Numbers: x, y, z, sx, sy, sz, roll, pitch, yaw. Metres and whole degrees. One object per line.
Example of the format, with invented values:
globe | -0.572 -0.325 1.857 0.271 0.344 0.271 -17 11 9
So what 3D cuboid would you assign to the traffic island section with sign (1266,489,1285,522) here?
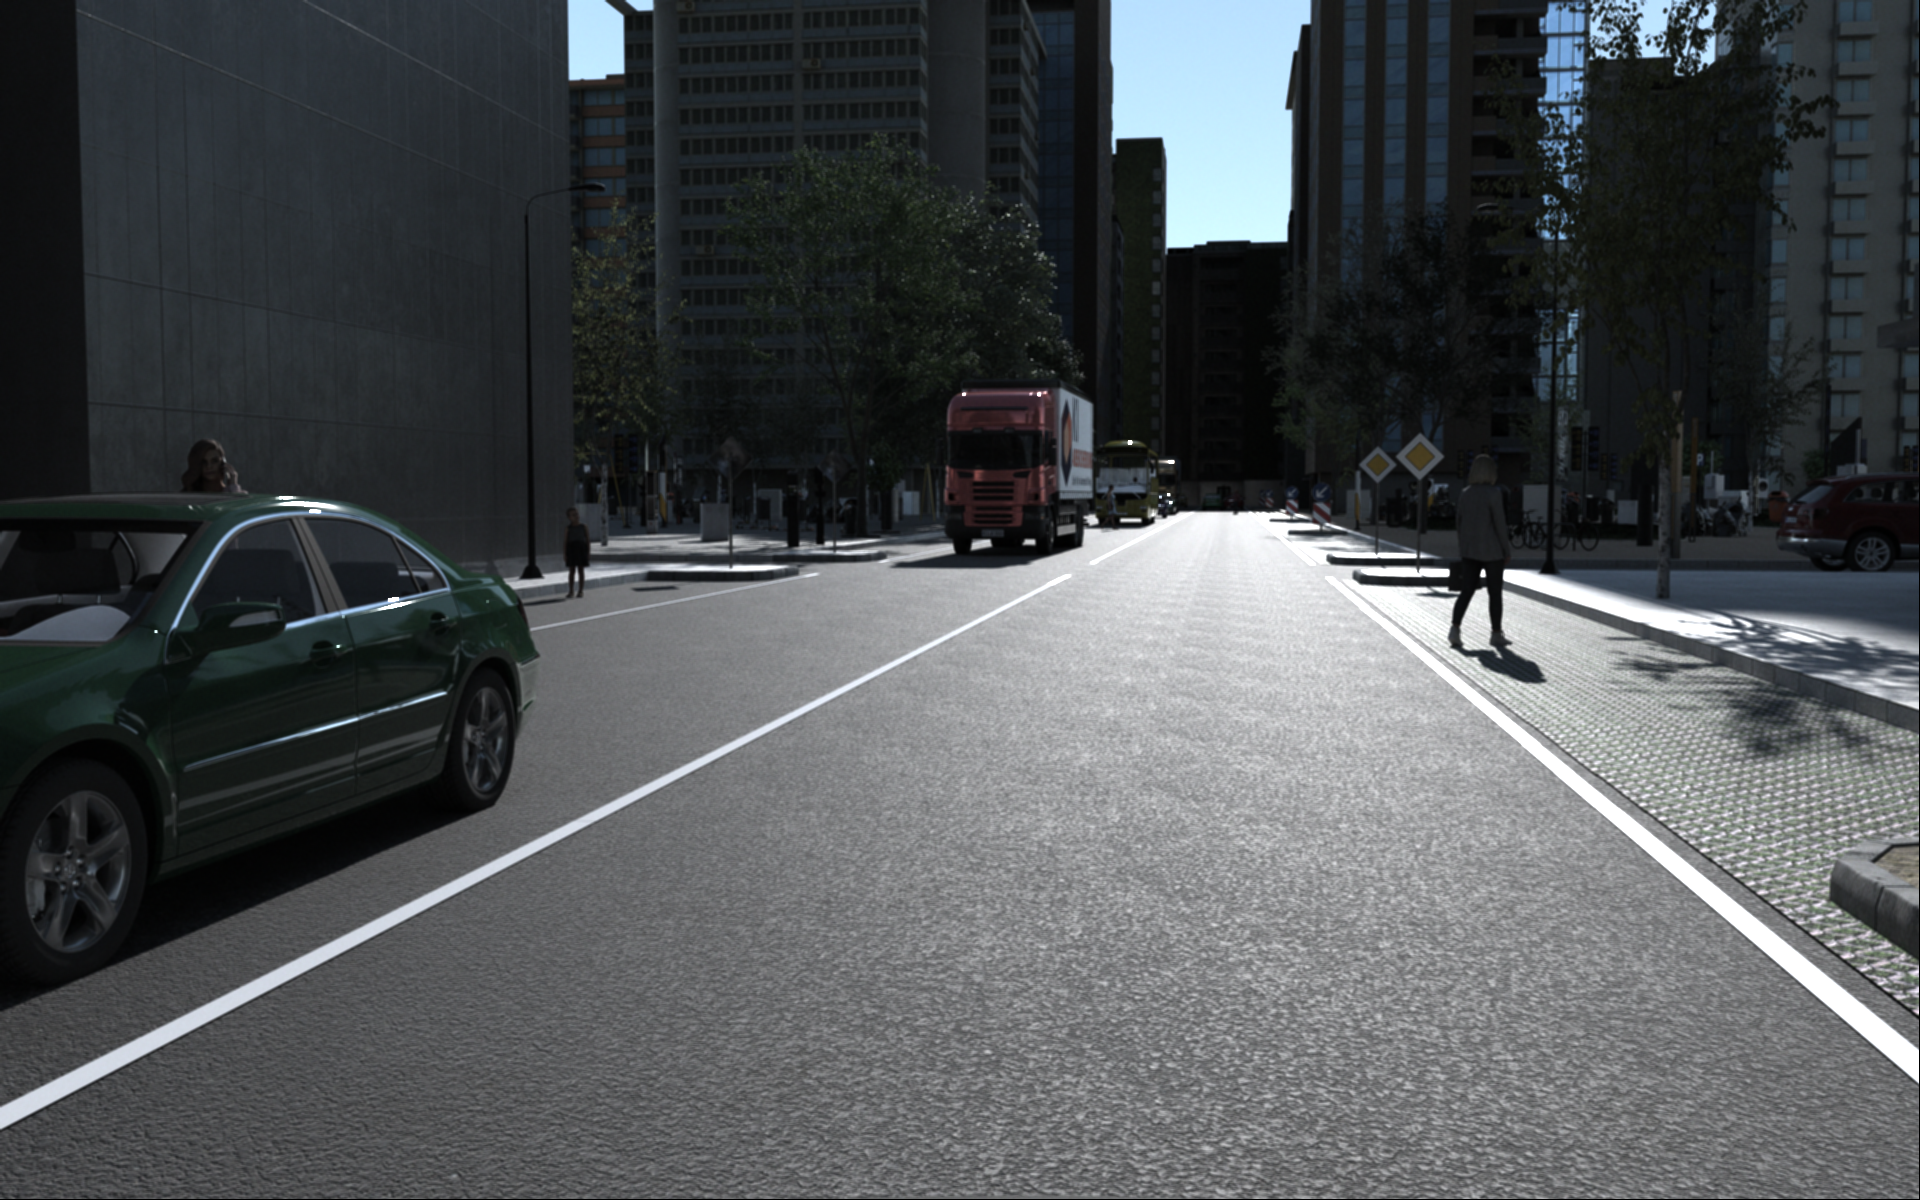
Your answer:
traffic island section with sign | 16.857 -4.897 88.686 1.989 1.847 2.006 1 4 9

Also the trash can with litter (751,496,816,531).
trash can with litter | -5.975 -3.023 60.481 2.233 1.210 1.678 0 4 2

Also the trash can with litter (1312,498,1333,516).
trash can with litter | 20.262 -5.226 96.831 1.055 1.170 0.624 0 4 -7

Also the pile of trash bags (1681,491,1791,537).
pile of trash bags | 23.283 -2.594 52.169 1.912 1.369 3.447 -3 4 -37

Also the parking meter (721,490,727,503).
parking meter | -13.386 -5.476 97.951 0.372 1.533 0.369 0 3 0

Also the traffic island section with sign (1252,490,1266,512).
traffic island section with sign | 24.299 -7.834 136.721 1.989 1.847 2.006 1 4 9

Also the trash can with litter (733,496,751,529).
trash can with litter | -7.590 -3.236 63.967 2.233 1.210 1.678 1 4 16

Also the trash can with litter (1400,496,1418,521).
trash can with litter | 18.670 -3.708 72.008 1.055 1.170 0.624 1 4 13

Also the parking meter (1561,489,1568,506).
parking meter | 27.566 -4.321 79.063 0.372 1.533 0.369 0 3 0

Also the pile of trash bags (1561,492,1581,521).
pile of trash bags | 26.326 -4.116 77.056 3.447 1.369 1.912 -2 4 -32

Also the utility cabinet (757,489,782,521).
utility cabinet | -9.015 -4.484 81.999 1.173 1.500 0.318 1 4 20

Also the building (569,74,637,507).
building | -32.364 -32.331 183.234 28.867 44.769 22.147 1 4 9

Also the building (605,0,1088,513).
building | -7.193 -26.562 126.173 32.217 40.220 23.993 1 4 9

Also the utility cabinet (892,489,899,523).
utility cabinet | -2.968 -4.171 76.876 0.318 1.500 1.173 0 4 7

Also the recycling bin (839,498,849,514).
recycling bin | -7.377 -6.071 111.819 0.722 1.027 0.722 1 4 10

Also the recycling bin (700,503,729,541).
recycling bin | -6.721 -2.131 47.402 0.722 1.027 0.722 -1 4 -13

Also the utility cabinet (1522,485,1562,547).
utility cabinet | 14.125 -2.039 42.020 0.318 1.500 1.173 -1 4 -15

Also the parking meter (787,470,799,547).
parking meter | -4.048 -2.221 42.027 0.255 1.863 0.399 0 4 0

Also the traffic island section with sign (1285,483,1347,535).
traffic island section with sign | 12.523 -3.185 60.711 1.989 1.847 2.006 1 4 9

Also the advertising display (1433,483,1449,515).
advertising display | 28.408 -5.942 102.365 0.974 1.923 0.123 0 4 -7

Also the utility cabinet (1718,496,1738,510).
utility cabinet | 28.282 -3.221 63.825 0.306 1.237 1.020 0 4 -1

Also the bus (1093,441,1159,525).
bus | 8.087 -5.616 83.361 2.896 3.916 12.252 1 4 8

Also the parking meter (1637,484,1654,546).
parking meter | 16.926 -2.101 42.769 0.372 1.533 0.369 0 3 0

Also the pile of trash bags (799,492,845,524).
pile of trash bags | -6.136 -4.070 76.301 1.912 1.369 3.447 3 5 44

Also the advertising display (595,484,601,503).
advertising display | -22.314 -6.227 107.024 0.123 1.923 0.974 0 4 8

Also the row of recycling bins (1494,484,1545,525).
row of recycling bins | 22.651 -3.939 71.515 3.534 1.692 1.069 3 4 38

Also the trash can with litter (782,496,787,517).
trash can with litter | -9.619 -5.279 97.698 1.055 1.170 0.624 1 4 11

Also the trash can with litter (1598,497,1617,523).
trash can with litter | 27.572 -3.783 73.236 1.055 1.170 0.624 0 4 -5

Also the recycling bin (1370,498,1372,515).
recycling bin | 24.741 -5.666 105.186 0.722 1.027 0.722 -1 4 -10

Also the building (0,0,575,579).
building | -22.016 -12.606 25.176 30.058 24.678 14.314 1 4 9

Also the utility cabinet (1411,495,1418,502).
utility cabinet | 26.549 -5.512 101.287 0.306 1.237 1.020 0 4 8

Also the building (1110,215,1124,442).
building | 9.993 -25.078 181.719 14.107 30.474 14.160 1 4 9

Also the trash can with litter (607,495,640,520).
trash can with litter | -17.237 -4.653 87.128 2.233 1.210 1.678 1 4 14

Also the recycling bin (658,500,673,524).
recycling bin | -13.061 -3.871 75.843 0.722 1.027 0.722 2 4 24

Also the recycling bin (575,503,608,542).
recycling bin | -9.954 -2.079 46.552 0.722 1.027 0.722 3 4 39

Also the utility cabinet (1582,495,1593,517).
utility cabinet | 35.803 -5.365 98.878 0.306 1.237 1.020 2 4 35

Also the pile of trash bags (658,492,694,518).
pile of trash bags | -15.804 -5.248 95.550 1.912 1.369 3.447 -1 4 -17

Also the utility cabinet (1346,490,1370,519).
utility cabinet | 20.589 -4.944 89.518 1.173 1.500 0.318 1 4 9

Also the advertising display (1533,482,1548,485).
advertising display | 30.874 -5.293 91.752 0.974 1.923 0.123 0 4 7

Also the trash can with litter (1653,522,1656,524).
trash can with litter | 26.770 -3.414 66.874 1.678 1.210 2.233 2 4 34

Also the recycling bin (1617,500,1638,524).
recycling bin | 26.924 -3.506 69.872 0.722 1.027 0.722 1 4 19

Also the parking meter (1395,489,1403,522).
parking meter | 20.522 -4.437 80.962 0.372 1.533 0.369 0 3 0

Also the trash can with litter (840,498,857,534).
trash can with litter | -3.542 -2.667 54.988 0.624 1.170 1.055 -2 4 -25

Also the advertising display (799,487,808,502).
advertising display | -10.448 -6.655 114.030 0.974 1.923 0.123 -2 4 -28

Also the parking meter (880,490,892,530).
parking meter | -2.632 -3.429 61.780 0.399 1.863 0.255 0 4 7

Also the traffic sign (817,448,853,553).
traffic sign | -2.735 -2.088 37.783 0.795 2.450 0.064 1 4 9

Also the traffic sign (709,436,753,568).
traffic sign | -3.957 -1.605 29.891 0.795 2.450 0.064 1 4 9

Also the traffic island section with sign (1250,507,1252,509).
traffic island section with sign | 28.485 -9.486 163.727 1.989 1.847 2.006 1 4 9

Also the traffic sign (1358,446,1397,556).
traffic sign | 8.671 -1.979 36.003 0.795 2.450 0.064 1 4 9

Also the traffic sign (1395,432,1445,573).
traffic sign | 7.449 -1.497 28.111 0.795 2.450 0.064 1 4 9

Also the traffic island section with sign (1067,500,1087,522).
traffic island section with sign | 5.510 -4.920 89.072 1.989 1.847 2.006 1 4 9

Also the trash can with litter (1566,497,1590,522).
trash can with litter | 25.426 -3.652 71.104 1.055 1.170 0.624 2 4 26

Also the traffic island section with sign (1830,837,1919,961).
traffic island section with sign | 3.967 0.195 5.446 1.989 1.847 2.006 1 4 9

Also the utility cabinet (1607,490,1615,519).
utility cabinet | 33.047 -4.849 87.963 0.318 1.500 1.173 1 4 16
